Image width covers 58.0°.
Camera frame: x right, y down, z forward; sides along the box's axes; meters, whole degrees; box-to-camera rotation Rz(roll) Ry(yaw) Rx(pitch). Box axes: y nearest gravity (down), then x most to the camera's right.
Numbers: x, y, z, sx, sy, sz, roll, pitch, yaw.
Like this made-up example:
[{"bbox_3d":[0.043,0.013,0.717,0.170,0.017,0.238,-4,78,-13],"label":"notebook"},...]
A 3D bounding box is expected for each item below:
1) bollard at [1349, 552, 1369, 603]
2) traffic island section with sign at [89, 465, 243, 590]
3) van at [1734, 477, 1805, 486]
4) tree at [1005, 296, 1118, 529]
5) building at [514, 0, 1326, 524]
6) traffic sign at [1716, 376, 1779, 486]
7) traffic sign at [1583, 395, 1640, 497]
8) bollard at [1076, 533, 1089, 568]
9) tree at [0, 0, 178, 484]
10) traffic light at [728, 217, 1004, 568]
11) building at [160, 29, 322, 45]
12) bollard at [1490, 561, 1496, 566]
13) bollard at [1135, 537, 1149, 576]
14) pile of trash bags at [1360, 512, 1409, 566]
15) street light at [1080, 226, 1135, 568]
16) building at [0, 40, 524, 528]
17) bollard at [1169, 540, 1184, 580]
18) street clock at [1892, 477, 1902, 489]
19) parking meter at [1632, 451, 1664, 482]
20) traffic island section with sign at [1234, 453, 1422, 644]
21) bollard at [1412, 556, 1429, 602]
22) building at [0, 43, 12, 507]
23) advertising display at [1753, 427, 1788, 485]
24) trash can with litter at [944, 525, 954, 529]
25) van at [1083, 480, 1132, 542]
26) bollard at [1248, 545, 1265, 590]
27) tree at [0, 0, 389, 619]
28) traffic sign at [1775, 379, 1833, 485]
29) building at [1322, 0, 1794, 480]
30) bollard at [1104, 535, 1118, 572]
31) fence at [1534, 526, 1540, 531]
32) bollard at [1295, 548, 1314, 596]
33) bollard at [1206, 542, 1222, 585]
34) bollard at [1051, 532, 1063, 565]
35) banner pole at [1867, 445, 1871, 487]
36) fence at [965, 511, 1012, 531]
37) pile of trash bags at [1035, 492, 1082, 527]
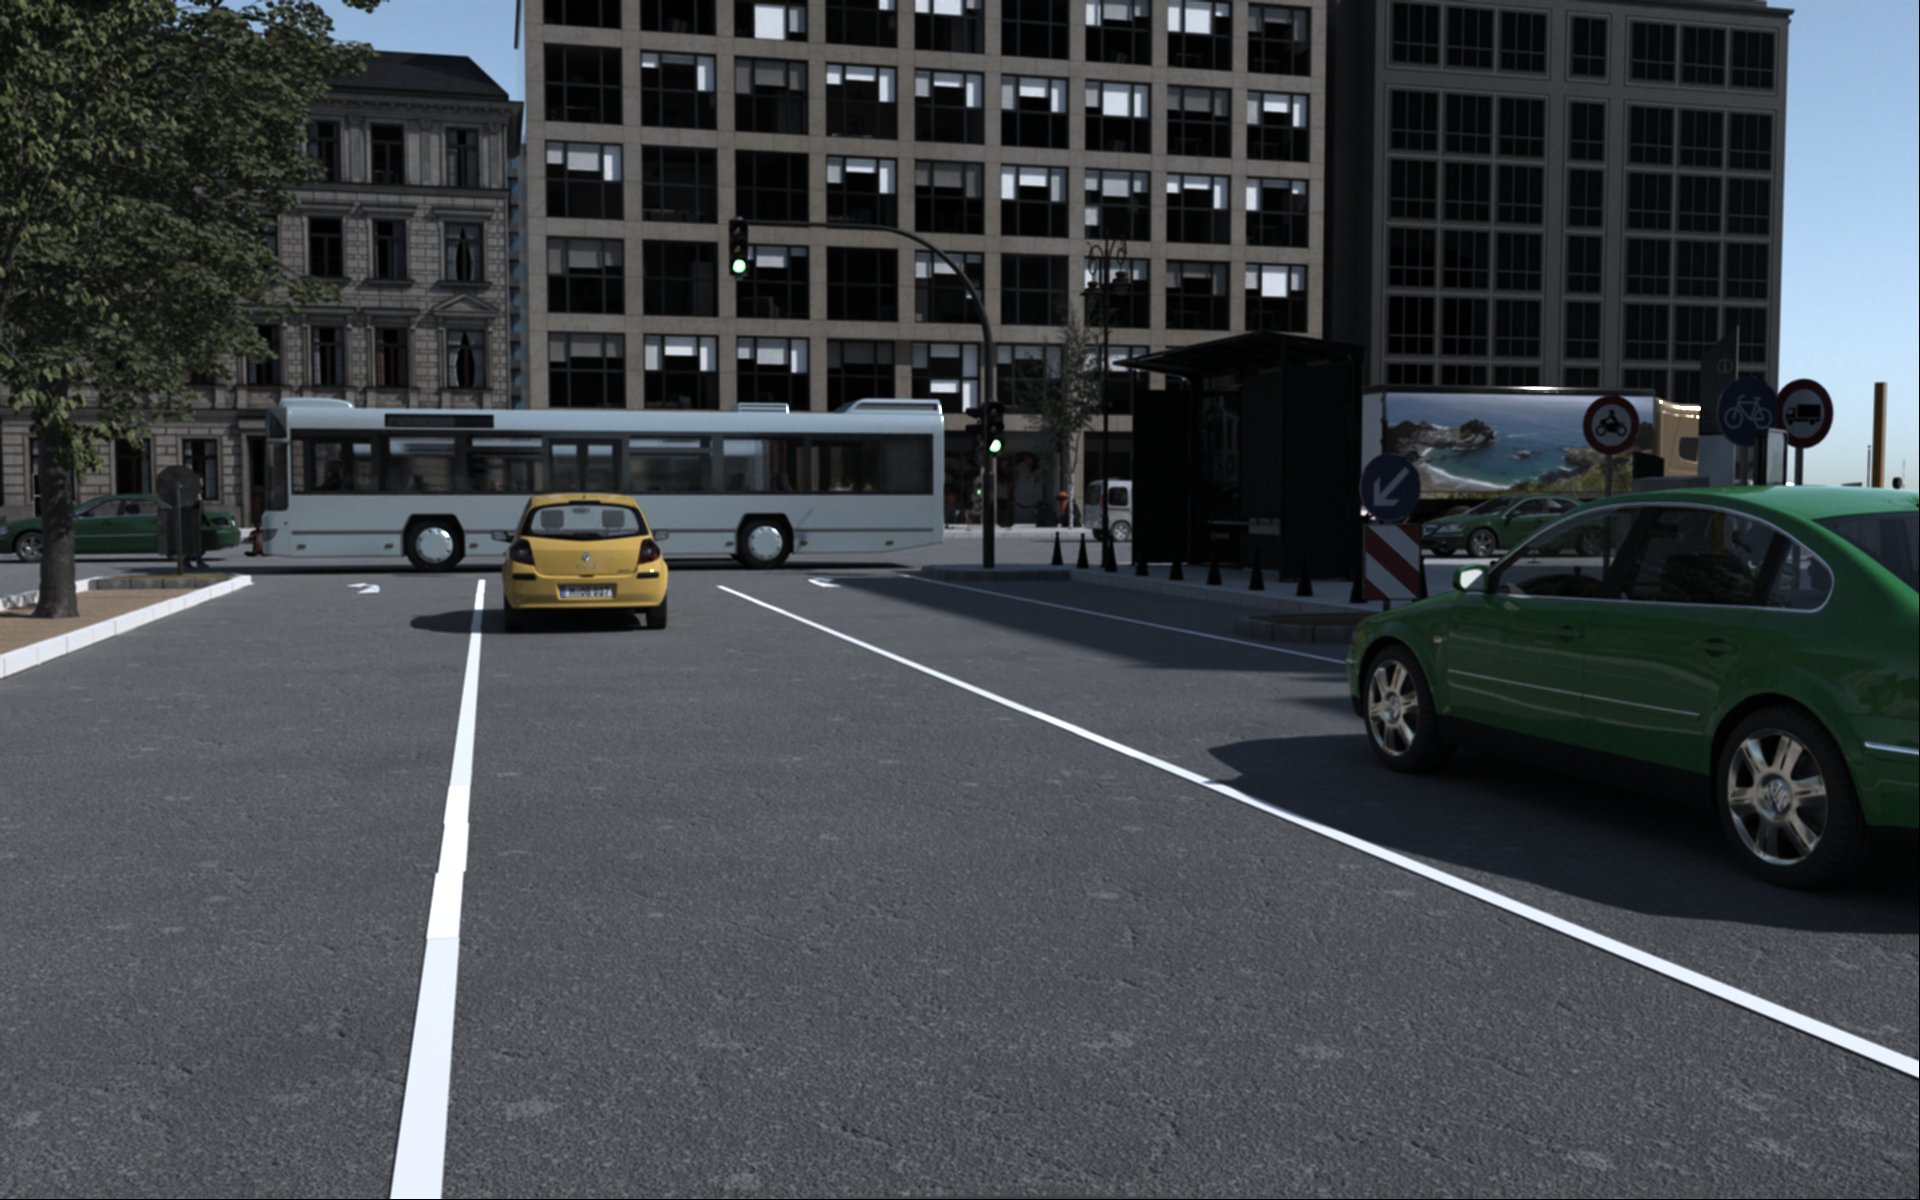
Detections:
[{"bbox_3d":[4.707,-0.268,20.430,0.229,0.601,0.229,0,3,0],"label":"bollard"},{"bbox_3d":[-12.221,-1.144,26.849,2.006,1.907,1.989,-1,4,-15],"label":"traffic island section with sign"},{"bbox_3d":[24.139,-2.665,50.581,4.112,2.044,2.013,-1,4,-16],"label":"van"},{"bbox_3d":[3.939,-6.899,63.158,4.360,8.622,3.978,0,3,0],"label":"tree"},{"bbox_3d":[-2.925,-16.909,80.980,34.151,26.468,19.350,-1,4,-15],"label":"building"},{"bbox_3d":[8.519,-1.146,18.838,0.768,2.556,0.104,-1,4,-12],"label":"traffic sign"},{"bbox_3d":[8.408,-1.368,22.471,0.768,2.556,0.104,0,4,-6],"label":"traffic sign"},{"bbox_3d":[2.123,-0.851,29.954,0.229,0.601,0.229,0,3,0],"label":"bollard"},{"bbox_3d":[-8.342,-3.734,13.876,4.737,8.622,4.395,0,3,0],"label":"tree"},{"bbox_3d":[-1.531,-3.337,29.226,4.771,5.953,1.251,-1,4,-15],"label":"traffic light"},{"bbox_3d":[-94.648,-41.547,221.298,28.212,58.520,21.231,-1,4,-15],"label":"building"},{"bbox_3d":[5.447,-0.101,17.697,0.229,0.601,0.229,0,3,0],"label":"bollard"},{"bbox_3d":[2.861,-0.684,27.228,0.229,0.601,0.229,0,3,0],"label":"bollard"},{"bbox_3d":[6.270,-1.229,29.843,1.912,1.369,3.447,-2,4,-34],"label":"pile of trash bags"},{"bbox_3d":[2.536,-3.505,30.094,0.468,5.910,1.993,-1,4,-15],"label":"street light"},{"bbox_3d":[-27.360,-12.514,69.238,19.286,19.102,10.561,-1,4,-15],"label":"building"},{"bbox_3d":[3.233,-0.601,25.867,0.229,0.601,0.229,0,3,0],"label":"bollard"},{"bbox_3d":[40.931,-4.349,75.679,0.471,2.002,0.358,-3,5,-41],"label":"street clock"},{"bbox_3d":[9.438,-1.103,23.750,0.399,1.863,0.255,0,4,8],"label":"parking meter"},{"bbox_3d":[3.884,-0.546,17.558,1.989,1.847,2.006,-1,4,-15],"label":"traffic island section with sign"},{"bbox_3d":[5.074,-0.185,19.071,0.229,0.601,0.229,0,3,0],"label":"bollard"},{"bbox_3d":[-49.197,-16.358,64.720,25.104,27.353,12.463,-1,4,-15],"label":"building"},{"bbox_3d":[8.007,-0.730,17.144,0.123,1.923,0.974,3,4,36],"label":"advertising display"},{"bbox_3d":[-0.712,-3.224,63.765,1.678,1.210,2.233,2,4,26],"label":"trash can with litter"},{"bbox_3d":[5.850,-2.789,52.610,4.112,2.044,2.013,-1,4,-16],"label":"van"},{"bbox_3d":[3.970,-0.435,23.147,0.229,0.601,0.229,0,3,0],"label":"bollard"},{"bbox_3d":[-10.628,-6.080,20.000,7.486,12.596,7.792,0,3,0],"label":"tree"},{"bbox_3d":[9.324,-1.172,19.267,0.768,2.556,0.104,-1,4,-13],"label":"traffic sign"},{"bbox_3d":[26.810,-17.895,86.088,24.014,27.812,14.314,-1,4,-15],"label":"building"},{"bbox_3d":[2.493,-0.767,28.587,0.229,0.601,0.229,0,3,0],"label":"bollard"},{"bbox_3d":[11.275,-0.983,31.440,0.278,0.683,2.069,-3,4,-37],"label":"fence"},{"bbox_3d":[4.340,-0.352,21.789,0.229,0.601,0.229,0,3,0],"label":"bollard"},{"bbox_3d":[3.600,-0.518,24.505,0.229,0.601,0.229,0,3,0],"label":"bollard"},{"bbox_3d":[1.760,-0.934,31.314,0.229,0.601,0.229,0,3,0],"label":"bollard"},{"bbox_3d":[46.677,-6.052,88.965,0.401,3.779,0.863,1,4,23],"label":"banner pole"},{"bbox_3d":[1.021,-2.802,61.187,2.069,0.683,0.278,-3,5,-42],"label":"fence"},{"bbox_3d":[3.914,-3.570,68.119,1.912,1.369,3.447,0,4,6],"label":"pile of trash bags"}]
